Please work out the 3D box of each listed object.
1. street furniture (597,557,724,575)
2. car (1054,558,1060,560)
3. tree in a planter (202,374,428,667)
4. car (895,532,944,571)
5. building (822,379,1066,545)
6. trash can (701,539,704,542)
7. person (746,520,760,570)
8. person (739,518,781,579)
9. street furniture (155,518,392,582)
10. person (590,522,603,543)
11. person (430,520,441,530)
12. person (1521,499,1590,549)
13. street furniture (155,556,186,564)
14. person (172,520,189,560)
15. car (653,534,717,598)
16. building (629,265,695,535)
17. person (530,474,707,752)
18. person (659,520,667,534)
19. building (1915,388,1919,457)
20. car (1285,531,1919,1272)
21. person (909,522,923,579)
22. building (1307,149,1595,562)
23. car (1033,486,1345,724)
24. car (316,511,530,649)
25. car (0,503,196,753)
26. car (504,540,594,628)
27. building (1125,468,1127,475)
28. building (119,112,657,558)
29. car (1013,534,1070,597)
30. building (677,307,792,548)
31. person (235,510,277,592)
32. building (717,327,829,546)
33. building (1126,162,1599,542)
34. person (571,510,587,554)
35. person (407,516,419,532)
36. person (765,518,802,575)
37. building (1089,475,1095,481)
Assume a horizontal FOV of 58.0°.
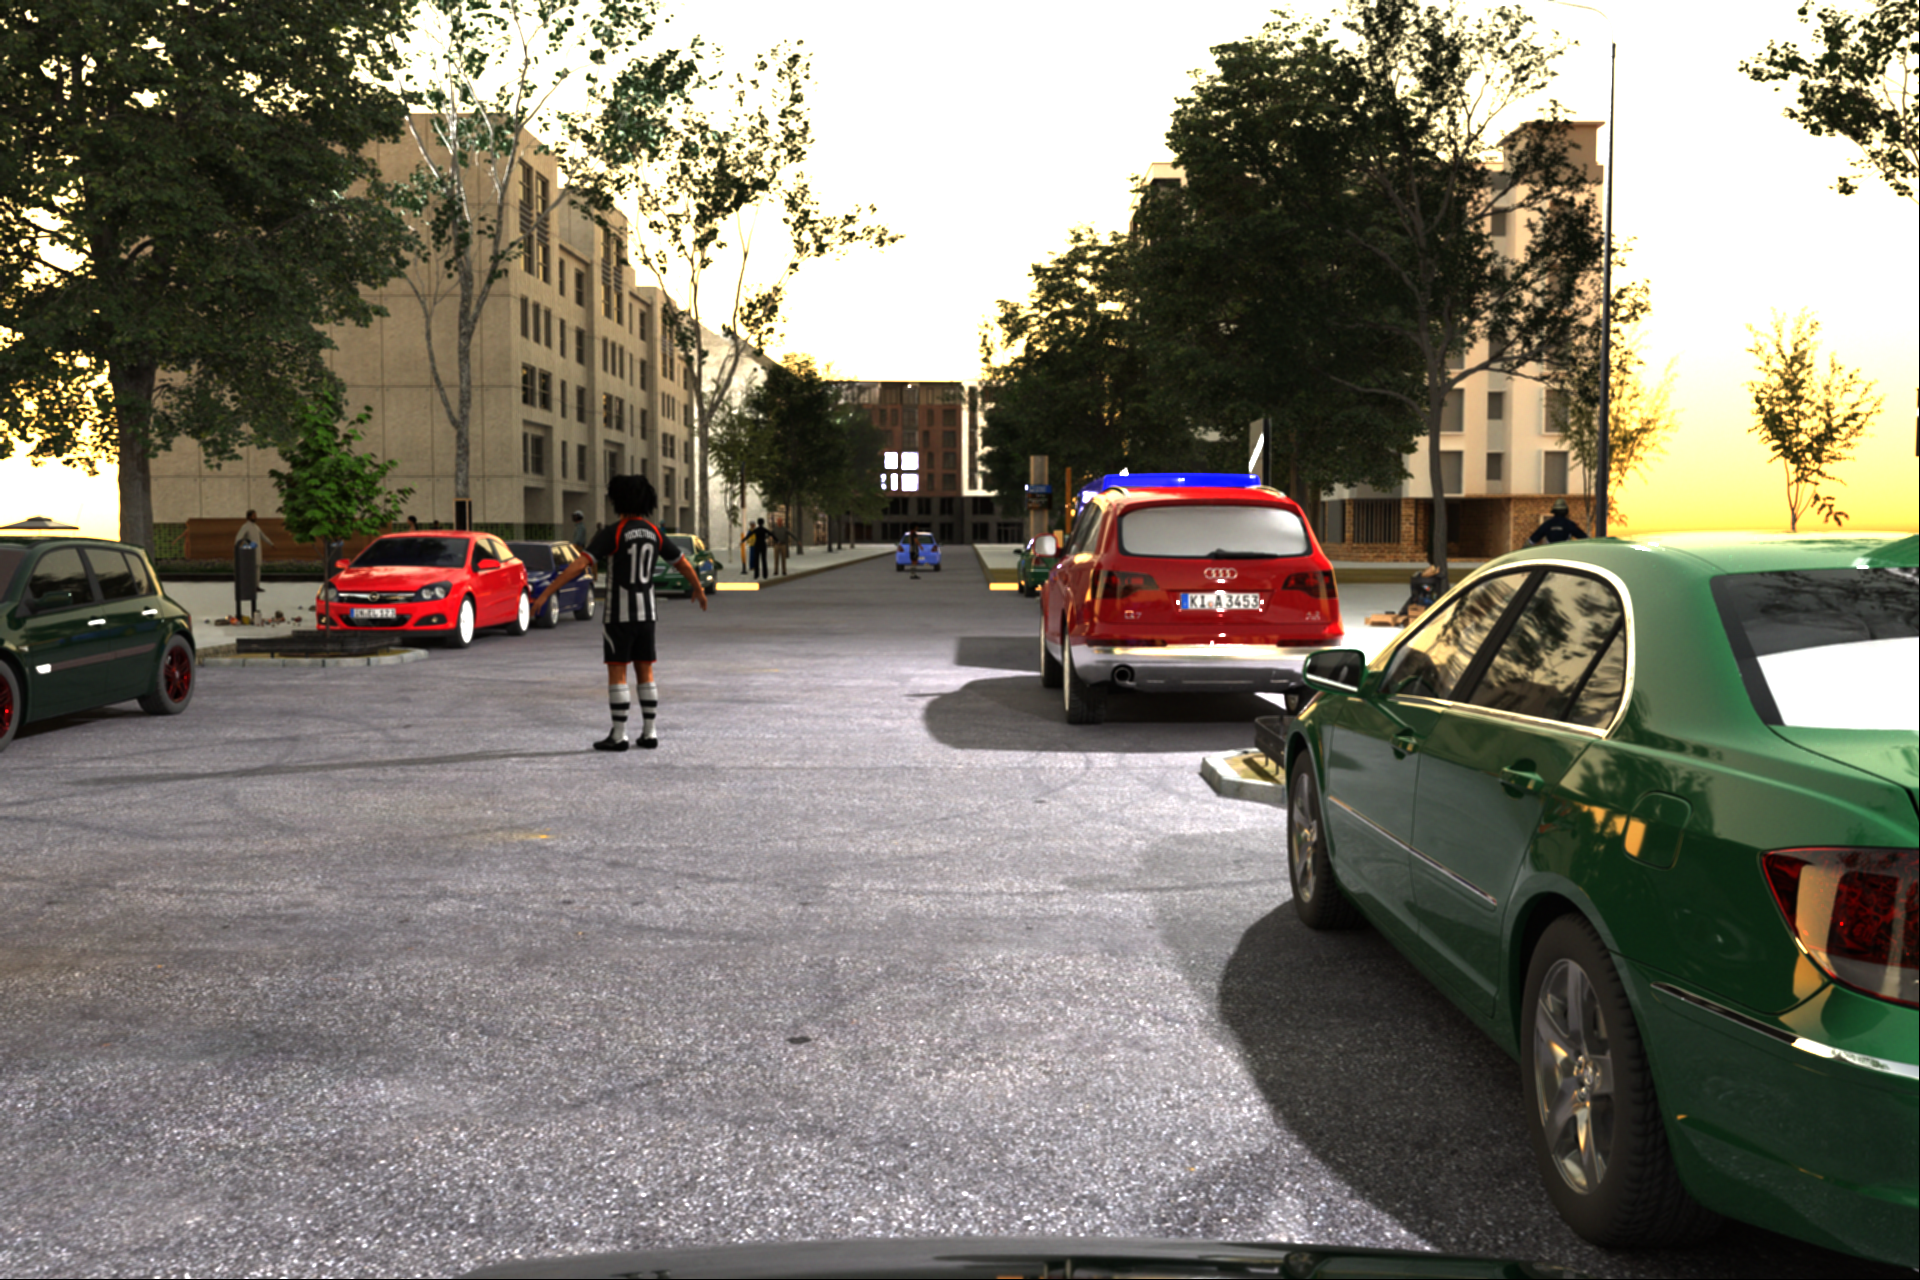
[{"bbox_3d":[-11.429,-2.642,58.826,5.734,0.657,10.072,1,4,8],"label":"street furniture"},{"bbox_3d":[2.638,-1.274,30.416,1.945,1.707,3.694,0,4,-1],"label":"car"},{"bbox_3d":[-7.171,-1.365,19.538,1.991,3.239,1.994,0,4,0],"label":"tree in a planter"},{"bbox_3d":[-1.606,-3.552,67.667,1.945,1.707,3.694,0,4,0],"label":"car"},{"bbox_3d":[-2.883,-24.088,240.274,32.646,21.610,27.936,0,4,-5],"label":"building"},{"bbox_3d":[-7.850,-2.391,50.749,0.748,1.137,0.748,0,3,0],"label":"trash can"},{"bbox_3d":[-7.308,-3.385,61.803,0.721,1.772,1.216,1,4,22],"label":"person"},{"bbox_3d":[-5.704,-2.611,49.407,1.216,1.740,0.721,-1,4,-17],"label":"person"},{"bbox_3d":[-20.311,-2.607,49.479,9.812,1.723,11.010,0,4,6],"label":"street furniture"},{"bbox_3d":[-16.362,-4.428,78.520,0.705,1.813,1.348,-3,5,-39],"label":"person"},{"bbox_3d":[-19.812,-3.634,65.638,1.346,1.802,0.704,2,4,26],"label":"person"},{"bbox_3d":[9.580,-1.333,27.664,1.351,1.845,0.704,2,4,35],"label":"person"},{"bbox_3d":[-23.477,-2.768,60.876,10.072,0.657,5.734,1,4,13],"label":"street furniture"},{"bbox_3d":[-24.952,-3.006,55.958,0.721,1.733,1.217,1,4,19],"label":"person"},{"bbox_3d":[-6.765,-1.729,40.062,2.131,1.459,4.920,0,4,0],"label":"car"},{"bbox_3d":[-29.916,-15.730,123.640,16.747,18.905,31.486,0,4,1],"label":"building"},{"bbox_3d":[-2.209,-0.179,11.523,1.345,1.843,0.704,-3,5,-43],"label":"person"},{"bbox_3d":[-11.325,-3.675,66.207,0.704,1.817,1.347,-2,4,-34],"label":"person"},{"bbox_3d":[25.685,-13.989,22.224,14.314,27.812,24.014,0,4,1],"label":"building"},{"bbox_3d":[2.152,0.421,4.907,2.131,1.459,4.920,0,3,0],"label":"car"},{"bbox_3d":[-1.443,-2.869,55.511,0.704,1.843,1.345,-1,4,-16],"label":"person"},{"bbox_3d":[23.173,-14.386,91.638,16.016,20.090,11.380,0,4,0],"label":"building"},{"bbox_3d":[1.784,-0.361,14.583,2.281,1.827,5.304,0,4,-1],"label":"car"},{"bbox_3d":[-7.038,-0.853,22.982,2.155,1.783,4.494,0,4,1],"label":"car"},{"bbox_3d":[-7.060,-0.158,12.374,2.009,1.686,4.222,0,4,1],"label":"car"},{"bbox_3d":[-7.000,-0.913,27.515,1.945,1.354,3.894,0,4,0],"label":"car"},{"bbox_3d":[19.784,-14.859,185.086,9.099,9.664,28.070,0,4,1],"label":"building"},{"bbox_3d":[-27.013,-13.602,88.848,16.747,18.905,31.486,0,4,1],"label":"building"},{"bbox_3d":[2.343,-1.767,40.696,2.131,1.459,4.920,0,4,-1],"label":"car"},{"bbox_3d":[-27.210,-20.908,172.781,19.493,23.208,18.063,0,4,1],"label":"building"},{"bbox_3d":[-15.661,-1.975,38.385,0.704,1.819,1.344,1,4,16],"label":"person"},{"bbox_3d":[-24.814,-22.167,193.358,19.493,23.208,18.063,0,4,0],"label":"building"},{"bbox_3d":[24.536,-16.377,111.742,27.936,21.610,32.646,0,4,0],"label":"building"},{"bbox_3d":[-9.205,-2.194,41.708,0.704,1.849,1.345,-1,4,-10],"label":"person"},{"bbox_3d":[-13.745,-2.223,43.159,0.721,1.737,1.217,-1,4,-10],"label":"person"},{"bbox_3d":[-5.624,-2.927,54.123,1.348,1.796,0.705,0,4,-4],"label":"person"},{"bbox_3d":[21.698,-16.943,219.157,9.099,9.664,28.070,0,3,0],"label":"building"}]
